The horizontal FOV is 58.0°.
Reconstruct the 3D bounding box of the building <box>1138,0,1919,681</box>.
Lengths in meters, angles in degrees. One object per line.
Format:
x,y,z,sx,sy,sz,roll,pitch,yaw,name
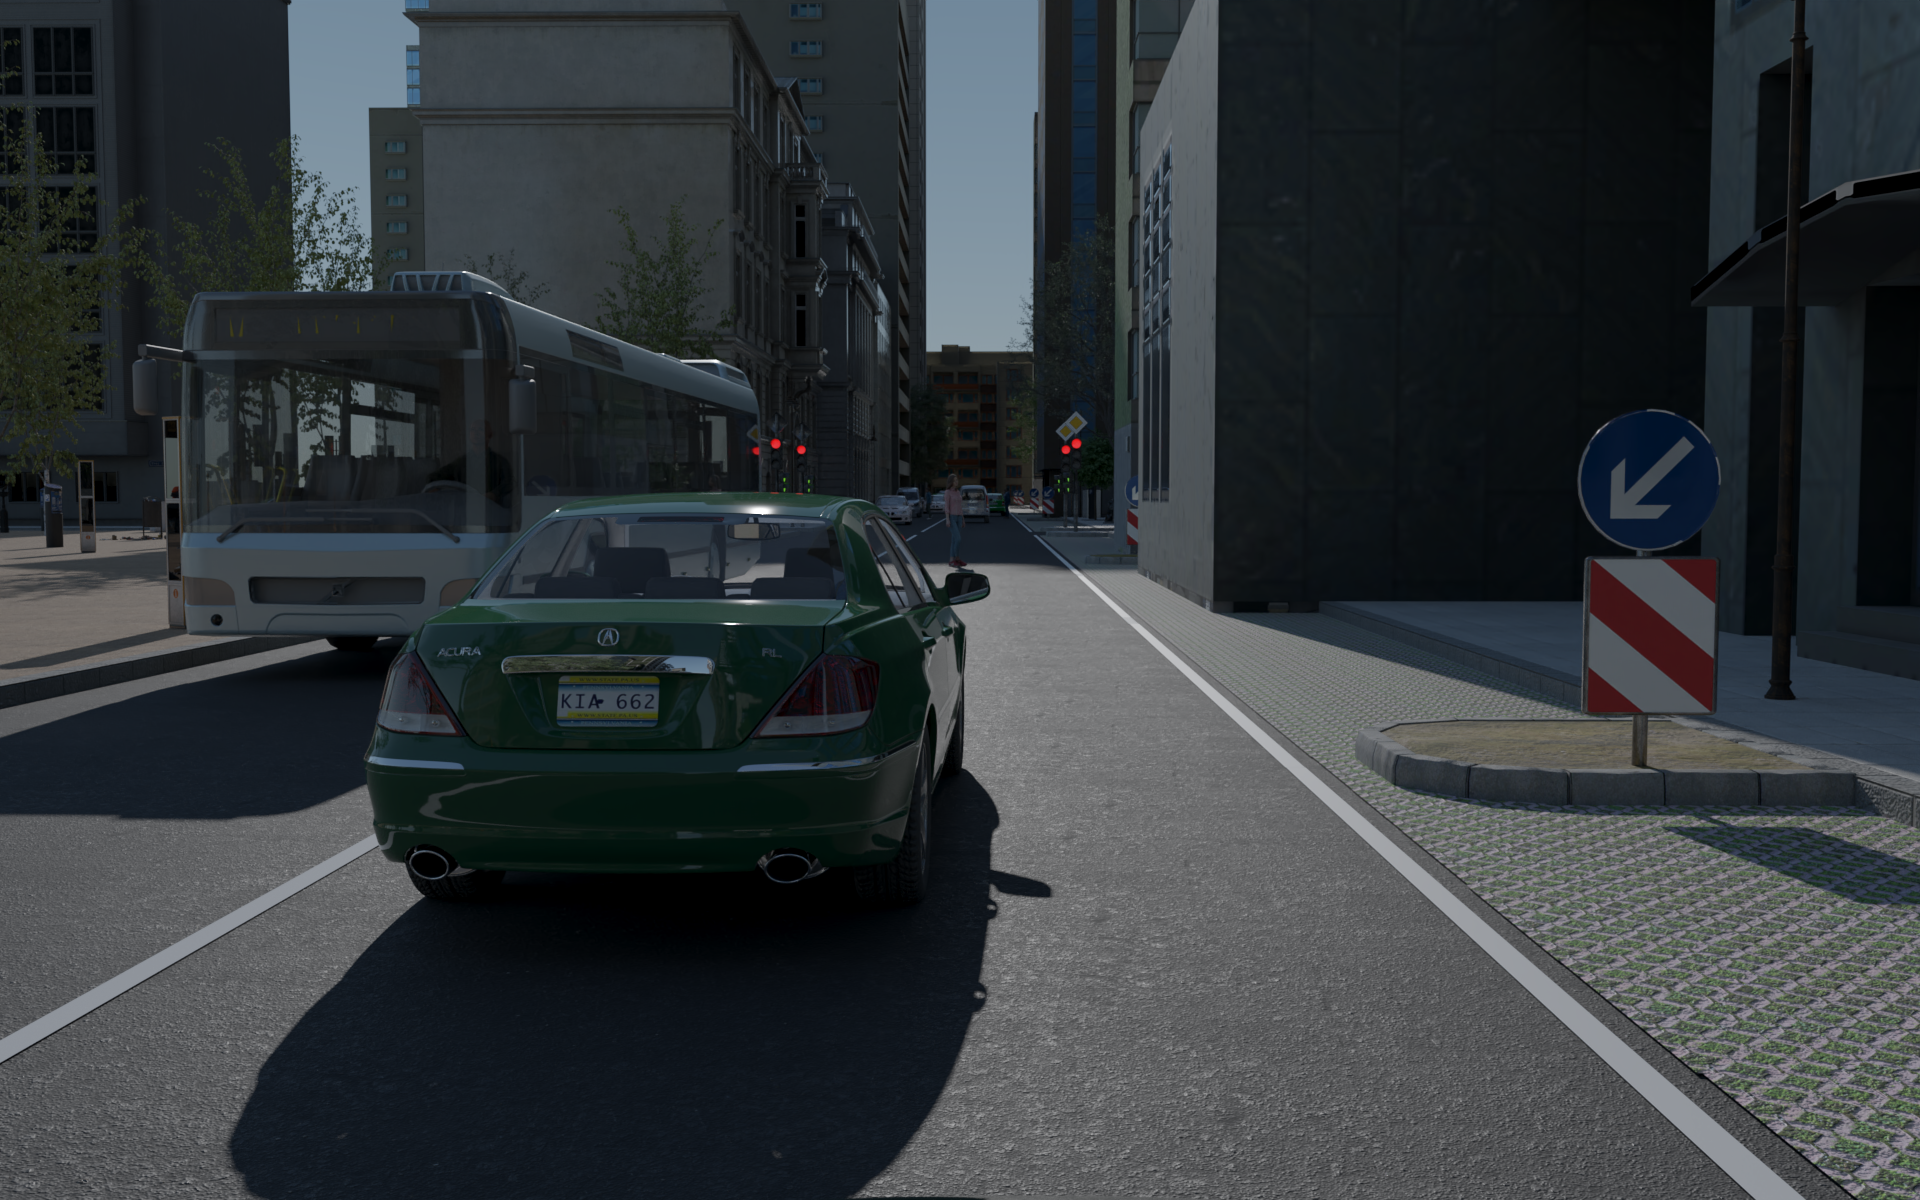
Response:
14.103,-42.828,12.910,22.319,86.520,31.000,0,4,1,building

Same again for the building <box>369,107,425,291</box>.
-56.336,-35.714,207.632,21.600,48.544,21.300,0,4,1,building

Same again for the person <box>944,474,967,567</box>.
-0.113,-1.569,34.169,0.388,1.821,0.555,2,4,27,person

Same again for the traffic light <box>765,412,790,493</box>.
-6.200,-4.277,58.851,0.839,4.253,0.868,0,4,1,traffic light

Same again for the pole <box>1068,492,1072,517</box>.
6.089,-6.227,95.651,0.158,3.312,0.155,0,3,0,pole

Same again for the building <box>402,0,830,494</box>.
-13.654,-16.164,83.368,14.460,24.649,34.723,0,4,1,building

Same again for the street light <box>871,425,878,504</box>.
-5.671,-8.654,114.280,0.468,5.910,1.993,0,4,1,street light

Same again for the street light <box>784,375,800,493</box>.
-6.500,-5.767,67.086,0.468,5.910,1.993,0,4,1,street light

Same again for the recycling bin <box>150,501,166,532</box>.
-27.086,-2.833,58.866,0.722,1.027,0.722,-3,4,-38,recycling bin

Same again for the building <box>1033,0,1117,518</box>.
11.698,-27.654,102.259,14.600,45.320,14.200,0,4,1,building

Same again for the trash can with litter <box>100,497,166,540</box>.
-23.176,-2.305,48.741,1.678,1.210,2.233,3,5,41,trash can with litter

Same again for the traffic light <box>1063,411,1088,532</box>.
3.910,-4.268,58.699,0.839,4.253,0.868,0,4,1,traffic light

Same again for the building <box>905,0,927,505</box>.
-14.610,-47.031,207.215,20.611,71.187,20.563,0,4,1,building

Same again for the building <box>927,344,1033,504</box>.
-0.442,-24.137,239.677,28.899,21.520,27.650,0,4,1,building

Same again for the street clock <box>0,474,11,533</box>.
-31.586,-3.219,57.194,0.471,2.002,0.358,1,4,15,street clock

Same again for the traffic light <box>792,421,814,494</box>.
-6.066,-4.765,66.835,0.839,4.253,0.868,0,4,1,traffic light

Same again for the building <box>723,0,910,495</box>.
-15.534,-32.345,152.548,21.300,48.544,21.600,0,4,1,building

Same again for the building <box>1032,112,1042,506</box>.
14.906,-30.879,188.471,14.154,41.232,14.086,0,4,1,building

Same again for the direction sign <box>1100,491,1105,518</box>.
7.712,-6.251,94.208,0.876,3.537,0.379,-1,4,-20,direction sign

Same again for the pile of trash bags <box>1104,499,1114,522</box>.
8.290,-4.284,79.804,3.447,1.369,1.912,2,4,24,pile of trash bags

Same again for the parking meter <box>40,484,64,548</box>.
-21.803,-2.035,41.678,0.372,1.533,0.369,0,3,0,parking meter

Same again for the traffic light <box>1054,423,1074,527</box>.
4.044,-4.756,66.683,0.839,4.253,0.868,0,4,1,traffic light

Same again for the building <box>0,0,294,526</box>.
-42.979,-17.132,73.622,24.014,27.812,14.314,0,4,1,building

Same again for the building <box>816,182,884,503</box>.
-12.269,-16.573,112.768,13.314,21.916,24.055,0,4,1,building

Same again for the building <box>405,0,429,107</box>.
-61.589,-56.470,235.959,31.000,86.520,22.319,0,4,1,building

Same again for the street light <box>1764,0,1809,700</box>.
5.142,-2.318,10.682,0.468,5.910,1.993,0,4,1,street light

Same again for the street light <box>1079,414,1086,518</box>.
6.578,-7.441,94.441,0.468,5.910,1.993,0,4,1,street light

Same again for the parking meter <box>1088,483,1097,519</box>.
6.799,-5.093,88.979,0.255,1.863,0.399,-3,5,-40,parking meter

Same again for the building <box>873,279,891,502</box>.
-10.970,-17.051,133.529,10.420,20.320,16.860,0,4,1,building

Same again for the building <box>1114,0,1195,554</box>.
11.001,-22.094,44.834,14.154,41.232,14.086,0,4,1,building
